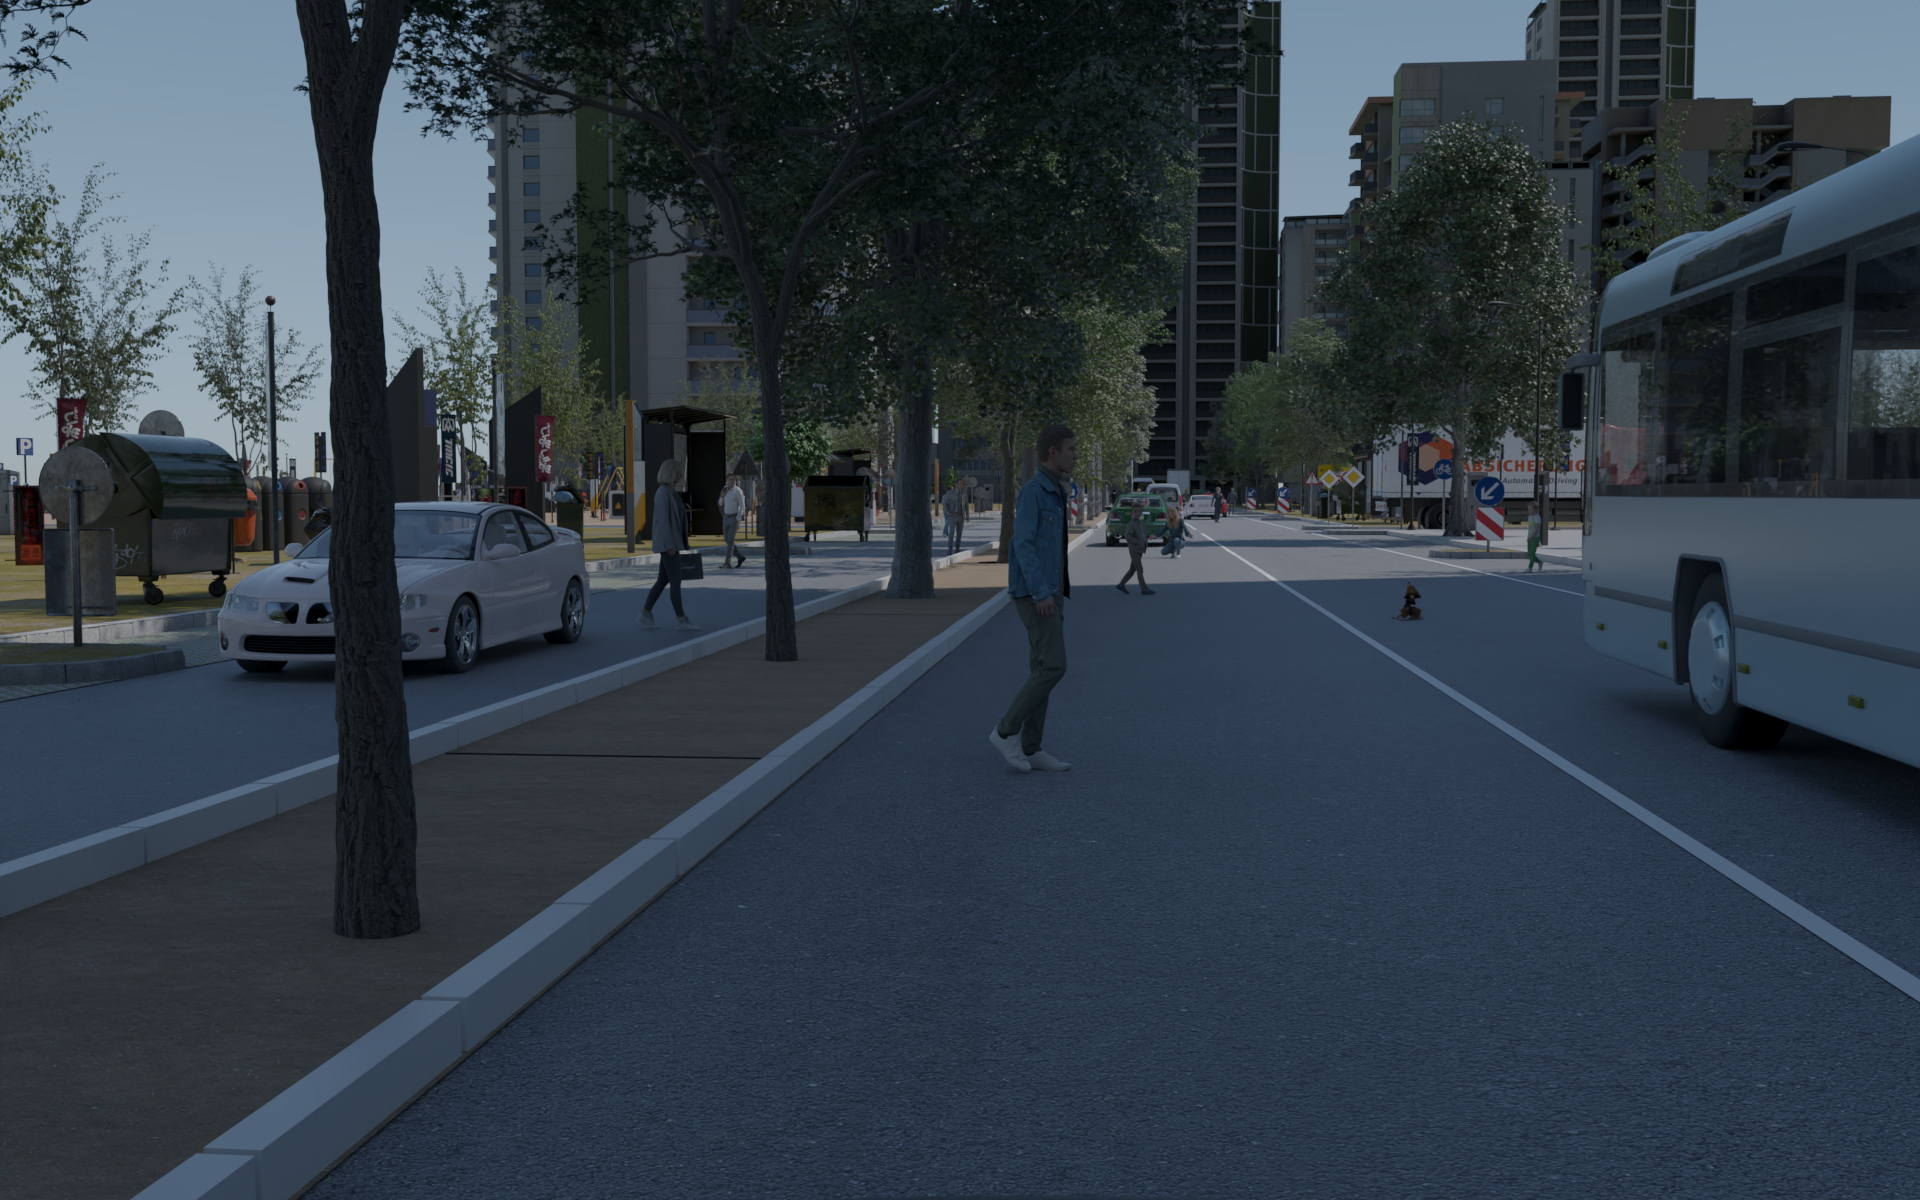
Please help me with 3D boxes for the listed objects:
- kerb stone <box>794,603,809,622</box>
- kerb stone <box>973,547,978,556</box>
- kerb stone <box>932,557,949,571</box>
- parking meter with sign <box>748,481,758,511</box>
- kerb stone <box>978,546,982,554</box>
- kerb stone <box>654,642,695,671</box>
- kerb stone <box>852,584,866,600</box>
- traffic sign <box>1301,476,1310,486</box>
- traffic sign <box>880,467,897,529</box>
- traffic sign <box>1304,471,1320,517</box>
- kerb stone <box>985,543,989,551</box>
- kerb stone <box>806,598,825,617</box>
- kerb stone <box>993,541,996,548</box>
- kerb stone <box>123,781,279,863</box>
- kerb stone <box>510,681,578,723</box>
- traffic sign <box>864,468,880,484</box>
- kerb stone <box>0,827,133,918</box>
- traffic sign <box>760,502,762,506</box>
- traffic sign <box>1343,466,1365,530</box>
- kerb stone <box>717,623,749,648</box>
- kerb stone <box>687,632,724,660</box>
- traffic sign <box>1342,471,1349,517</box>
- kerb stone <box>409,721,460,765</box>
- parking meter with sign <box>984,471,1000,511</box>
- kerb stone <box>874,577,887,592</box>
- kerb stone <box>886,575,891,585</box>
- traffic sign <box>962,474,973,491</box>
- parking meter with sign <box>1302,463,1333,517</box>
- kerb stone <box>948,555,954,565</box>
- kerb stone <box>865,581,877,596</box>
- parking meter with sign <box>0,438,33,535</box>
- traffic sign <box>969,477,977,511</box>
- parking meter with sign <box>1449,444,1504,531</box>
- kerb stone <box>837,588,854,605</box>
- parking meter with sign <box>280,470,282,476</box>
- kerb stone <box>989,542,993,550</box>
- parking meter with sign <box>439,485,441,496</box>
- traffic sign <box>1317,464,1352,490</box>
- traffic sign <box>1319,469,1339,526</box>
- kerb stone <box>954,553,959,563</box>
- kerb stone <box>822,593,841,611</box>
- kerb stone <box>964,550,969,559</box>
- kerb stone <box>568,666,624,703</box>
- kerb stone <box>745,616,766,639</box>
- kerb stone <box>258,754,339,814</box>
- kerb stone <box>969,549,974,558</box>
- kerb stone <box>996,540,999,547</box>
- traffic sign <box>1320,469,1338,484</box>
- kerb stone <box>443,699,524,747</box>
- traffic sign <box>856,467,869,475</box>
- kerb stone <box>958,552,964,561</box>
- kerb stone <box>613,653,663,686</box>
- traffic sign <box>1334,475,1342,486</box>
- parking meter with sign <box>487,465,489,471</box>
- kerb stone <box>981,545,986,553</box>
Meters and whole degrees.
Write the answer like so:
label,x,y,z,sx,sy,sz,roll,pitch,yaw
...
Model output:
label,x,y,z,sx,sy,sz,roll,pitch,yaw
kerb stone,-1.870,0.171,19.407,0.120,0.150,1.000,0,4,6
kerb stone,0.244,-1.076,39.787,0.120,0.150,1.000,0,4,6
kerb stone,-0.386,-0.703,33.688,0.120,0.150,1.000,0,4,6
parking meter with sign,-15.569,-8.217,130.600,0.543,3.016,1.738,1,4,9
kerb stone,0.354,-1.138,40.807,0.120,0.150,1.000,0,4,6
kerb stone,-2.397,0.485,14.320,0.120,0.150,1.000,0,4,6
kerb stone,-1.446,-0.079,23.487,0.120,0.150,1.000,0,4,6
traffic sign,23.802,-7.266,118.904,0.768,2.556,0.104,1,4,8
traffic sign,-2.539,-3.659,63.464,0.795,2.450,0.064,0,4,6
traffic sign,19.379,-5.833,95.370,0.884,2.594,0.081,1,4,12
kerb stone,0.560,-1.263,42.843,0.120,0.150,1.000,0,4,6
kerb stone,-1.769,0.108,20.428,0.120,0.150,1.000,0,4,6
kerb stone,0.766,-1.387,44.877,0.120,0.150,1.000,0,4,6
kerb stone,-3.143,0.920,7.181,0.120,0.150,1.000,0,4,6
kerb stone,-2.720,0.670,11.248,0.120,0.150,1.000,0,4,6
traffic sign,-3.887,-4.544,75.487,0.795,2.450,0.064,1,4,12
kerb stone,-3.246,0.981,6.164,0.120,0.150,1.000,0,4,6
traffic sign,-8.306,-4.408,72.180,0.768,2.556,0.104,1,4,12
traffic sign,14.015,-3.553,61.732,0.795,2.450,0.064,0,4,6
kerb stone,-2.189,0.357,16.353,0.120,0.150,1.000,0,4,6
kerb stone,-2.288,0.420,15.336,0.120,0.150,1.000,0,4,6
traffic sign,21.642,-5.895,96.483,0.768,2.556,0.104,1,4,16
kerb stone,-2.929,0.797,9.215,0.120,0.150,1.000,0,4,6
parking meter with sign,2.175,-8.374,133.172,1.738,3.016,0.543,0,4,5
kerb stone,-1.238,-0.204,25.524,0.120,0.150,1.000,0,4,6
kerb stone,-1.127,-0.267,26.554,0.120,0.150,1.000,0,4,6
traffic sign,0.421,-6.844,111.906,0.884,2.594,0.081,0,4,7
parking meter with sign,20.117,-6.186,97.396,1.738,3.016,0.543,1,4,14
kerb stone,-0.289,-0.765,34.705,0.120,0.150,1.000,0,4,6
kerb stone,-1.339,-0.138,24.508,0.120,0.150,1.000,0,4,6
parking meter with sign,-29.717,-3.529,53.961,1.738,3.016,0.543,1,4,21
traffic sign,0.914,-7.907,129.386,0.768,2.556,0.104,0,4,7
parking meter with sign,18.082,-3.940,60.674,1.738,3.016,0.543,0,4,8
kerb stone,-1.555,-0.016,22.465,0.120,0.150,1.000,0,4,6
parking meter with sign,-48.214,-7.898,125.396,1.738,3.016,0.543,-1,4,-9
kerb stone,0.668,-1.325,43.860,0.120,0.150,1.000,0,4,6
parking meter with sign,-44.148,-9.278,147.952,1.738,3.016,0.543,-1,4,-17
traffic sign,25.071,-7.464,115.904,2.265,3.308,0.079,1,4,9
traffic sign,14.839,-4.039,69.675,0.795,2.450,0.064,0,4,6
kerb stone,-0.178,-0.825,35.721,0.120,0.150,1.000,0,4,6
kerb stone,-1.656,0.046,21.448,0.120,0.150,1.000,0,4,6
kerb stone,0.034,-0.952,37.754,0.120,0.150,1.000,0,4,6
kerb stone,-2.607,0.608,12.276,0.120,0.150,1.000,0,4,6
kerb stone,-2.081,0.295,17.369,0.120,0.150,1.000,0,4,6
kerb stone,-3.039,0.856,8.199,0.120,0.150,1.000,0,4,6
kerb stone,0.147,-1.011,38.770,0.120,0.150,1.000,0,4,6
kerb stone,0.874,-1.447,45.893,0.120,0.150,1.000,0,4,6
traffic sign,19.169,-5.507,90.042,0.884,2.594,0.081,1,4,14
kerb stone,-2.825,0.732,10.232,0.120,0.150,1.000,0,4,6
traffic sign,-4.591,-5.033,82.396,0.768,2.556,0.104,1,4,13
kerb stone,-0.069,-0.889,36.737,0.120,0.150,1.000,0,4,6
kerb stone,-2.498,0.544,13.299,0.120,0.150,1.000,0,4,6
traffic sign,25.141,-7.059,115.526,0.768,2.556,0.104,0,4,7
parking meter with sign,-28.156,-6.477,102.156,0.543,3.016,1.738,1,4,12
kerb stone,0.454,-1.201,41.826,0.120,0.150,1.000,0,4,6
